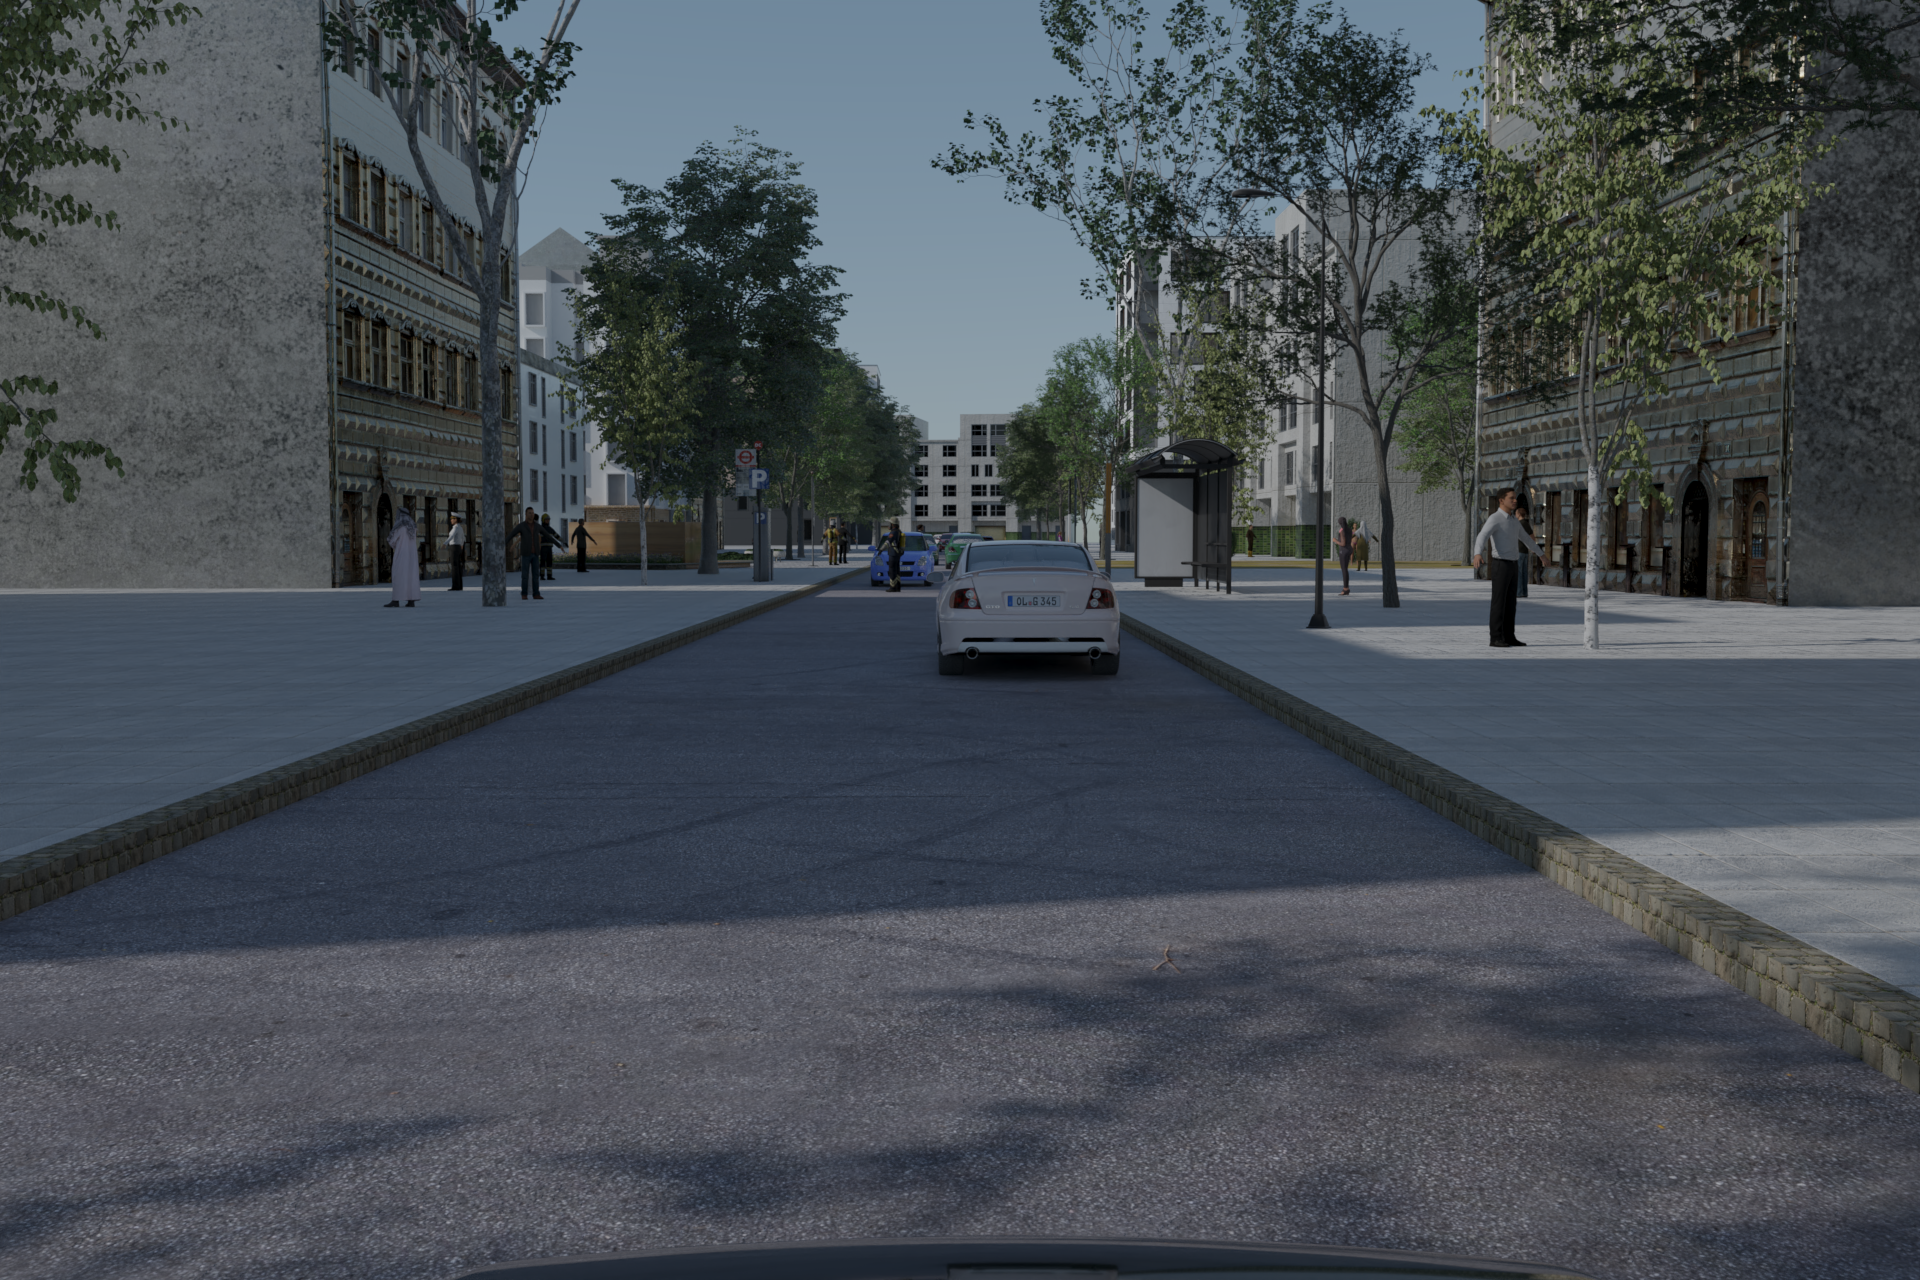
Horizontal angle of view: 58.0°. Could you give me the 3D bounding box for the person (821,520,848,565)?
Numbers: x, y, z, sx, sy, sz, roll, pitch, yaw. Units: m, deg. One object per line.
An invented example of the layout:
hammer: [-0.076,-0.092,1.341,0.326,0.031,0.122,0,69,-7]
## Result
person: [-5.190,-3.996,71.104,1.354,1.858,0.705,2,4,31]

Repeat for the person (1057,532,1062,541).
person: [5.903,-5.601,100.847,0.599,1.433,0.991,0,4,8]

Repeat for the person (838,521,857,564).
person: [-5.053,-4.222,74.967,1.347,1.837,0.705,2,4,31]

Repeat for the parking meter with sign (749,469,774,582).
parking meter with sign: [-5.342,-3.099,46.935,0.543,3.016,1.738,0,4,0]

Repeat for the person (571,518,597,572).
person: [-12.646,-3.169,57.986,1.348,1.807,0.705,3,5,40]

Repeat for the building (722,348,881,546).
building: [-23.866,-22.179,206.608,27.936,21.610,32.646,0,4,-1]

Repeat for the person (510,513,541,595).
person: [-9.171,-1.826,36.631,0.721,1.739,1.217,1,4,14]

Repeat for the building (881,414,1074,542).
building: [1.165,-24.015,261.565,31.486,18.905,16.747,0,4,8]

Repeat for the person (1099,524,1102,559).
person: [7.446,-5.170,90.658,0.705,1.813,1.348,1,4,13]

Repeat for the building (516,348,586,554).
building: [-24.371,-9.157,91.860,9.099,9.664,28.070,0,4,0]

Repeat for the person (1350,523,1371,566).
person: [16.116,-3.901,70.582,1.217,1.733,0.721,0,4,2]

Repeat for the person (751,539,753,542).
person: [-9.931,-4.787,84.532,0.705,1.796,1.348,-1,4,-19]

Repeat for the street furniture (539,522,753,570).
street furniture: [-13.180,-3.598,65.682,9.812,1.723,11.010,1,4,23]

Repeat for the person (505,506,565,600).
person: [-8.406,-1.704,33.924,1.348,1.821,0.705,-3,4,-36]

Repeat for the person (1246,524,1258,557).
person: [16.091,-5.480,95.731,0.704,1.812,1.346,3,4,37]

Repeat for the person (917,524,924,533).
person: [-1.491,-3.549,66.669,0.705,1.806,1.347,0,4,-1]

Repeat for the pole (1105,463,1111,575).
pole: [4.272,-3.428,49.896,0.158,3.312,0.155,0,3,0]

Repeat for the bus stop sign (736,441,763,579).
bus stop sign: [-5.984,-3.725,49.599,0.855,3.939,0.416,0,4,-1]

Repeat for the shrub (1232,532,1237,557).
shrub: [11.806,-4.547,78.761,1.690,2.028,1.600,0,3,0]

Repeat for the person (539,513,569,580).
person: [-11.483,-2.589,48.091,0.704,1.858,1.351,3,5,42]

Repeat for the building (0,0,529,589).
building: [-24.044,-13.343,49.082,19.493,23.208,18.063,0,4,0]

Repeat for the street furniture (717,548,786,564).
street furniture: [-12.750,-3.816,78.013,10.072,0.657,5.734,1,4,22]

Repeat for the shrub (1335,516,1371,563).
shrub: [17.661,-4.516,77.877,1.661,2.075,1.752,0,3,0]

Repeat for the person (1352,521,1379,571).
person: [13.932,-3.256,60.004,1.217,1.736,0.721,0,4,-1]

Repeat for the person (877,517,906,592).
person: [-1.640,-2.109,42.716,0.705,1.856,1.354,2,4,24]

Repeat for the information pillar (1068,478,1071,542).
information pillar: [4.600,-4.974,72.674,0.183,3.616,0.504,0,4,-1]

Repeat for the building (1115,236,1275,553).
building: [25.832,-17.821,135.354,27.936,21.610,32.646,0,4,0]

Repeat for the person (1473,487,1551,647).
person: [6.226,-0.828,19.702,1.344,1.810,0.704,-3,4,-37]

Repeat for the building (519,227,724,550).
building: [-28.718,-18.515,133.640,19.493,23.208,18.063,0,4,-1]

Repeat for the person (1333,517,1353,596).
person: [7.988,-1.752,36.165,0.415,1.643,0.593,0,4,-3]

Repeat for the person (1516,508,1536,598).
person: [11.290,-1.758,34.960,1.348,1.803,0.705,-3,5,-41]

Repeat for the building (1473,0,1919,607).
building: [23.737,-12.722,38.941,19.493,23.208,18.063,0,4,0]

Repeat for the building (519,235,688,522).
building: [-24.517,-15.574,111.052,16.016,20.090,11.380,0,3,0]

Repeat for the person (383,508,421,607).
person: [-9.780,-1.451,30.438,0.621,1.740,0.551,0,4,7]

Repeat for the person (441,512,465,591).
person: [-11.485,-2.004,39.225,0.721,1.778,1.216,0,4,3]

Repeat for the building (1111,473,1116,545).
building: [23.294,-15.909,202.260,9.099,9.664,28.070,0,4,0]

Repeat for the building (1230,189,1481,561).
building: [26.025,-14.133,97.526,16.747,18.905,31.486,0,4,0]

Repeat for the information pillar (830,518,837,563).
information pillar: [-5.698,-4.497,78.010,0.304,2.012,0.304,0,4,0]
